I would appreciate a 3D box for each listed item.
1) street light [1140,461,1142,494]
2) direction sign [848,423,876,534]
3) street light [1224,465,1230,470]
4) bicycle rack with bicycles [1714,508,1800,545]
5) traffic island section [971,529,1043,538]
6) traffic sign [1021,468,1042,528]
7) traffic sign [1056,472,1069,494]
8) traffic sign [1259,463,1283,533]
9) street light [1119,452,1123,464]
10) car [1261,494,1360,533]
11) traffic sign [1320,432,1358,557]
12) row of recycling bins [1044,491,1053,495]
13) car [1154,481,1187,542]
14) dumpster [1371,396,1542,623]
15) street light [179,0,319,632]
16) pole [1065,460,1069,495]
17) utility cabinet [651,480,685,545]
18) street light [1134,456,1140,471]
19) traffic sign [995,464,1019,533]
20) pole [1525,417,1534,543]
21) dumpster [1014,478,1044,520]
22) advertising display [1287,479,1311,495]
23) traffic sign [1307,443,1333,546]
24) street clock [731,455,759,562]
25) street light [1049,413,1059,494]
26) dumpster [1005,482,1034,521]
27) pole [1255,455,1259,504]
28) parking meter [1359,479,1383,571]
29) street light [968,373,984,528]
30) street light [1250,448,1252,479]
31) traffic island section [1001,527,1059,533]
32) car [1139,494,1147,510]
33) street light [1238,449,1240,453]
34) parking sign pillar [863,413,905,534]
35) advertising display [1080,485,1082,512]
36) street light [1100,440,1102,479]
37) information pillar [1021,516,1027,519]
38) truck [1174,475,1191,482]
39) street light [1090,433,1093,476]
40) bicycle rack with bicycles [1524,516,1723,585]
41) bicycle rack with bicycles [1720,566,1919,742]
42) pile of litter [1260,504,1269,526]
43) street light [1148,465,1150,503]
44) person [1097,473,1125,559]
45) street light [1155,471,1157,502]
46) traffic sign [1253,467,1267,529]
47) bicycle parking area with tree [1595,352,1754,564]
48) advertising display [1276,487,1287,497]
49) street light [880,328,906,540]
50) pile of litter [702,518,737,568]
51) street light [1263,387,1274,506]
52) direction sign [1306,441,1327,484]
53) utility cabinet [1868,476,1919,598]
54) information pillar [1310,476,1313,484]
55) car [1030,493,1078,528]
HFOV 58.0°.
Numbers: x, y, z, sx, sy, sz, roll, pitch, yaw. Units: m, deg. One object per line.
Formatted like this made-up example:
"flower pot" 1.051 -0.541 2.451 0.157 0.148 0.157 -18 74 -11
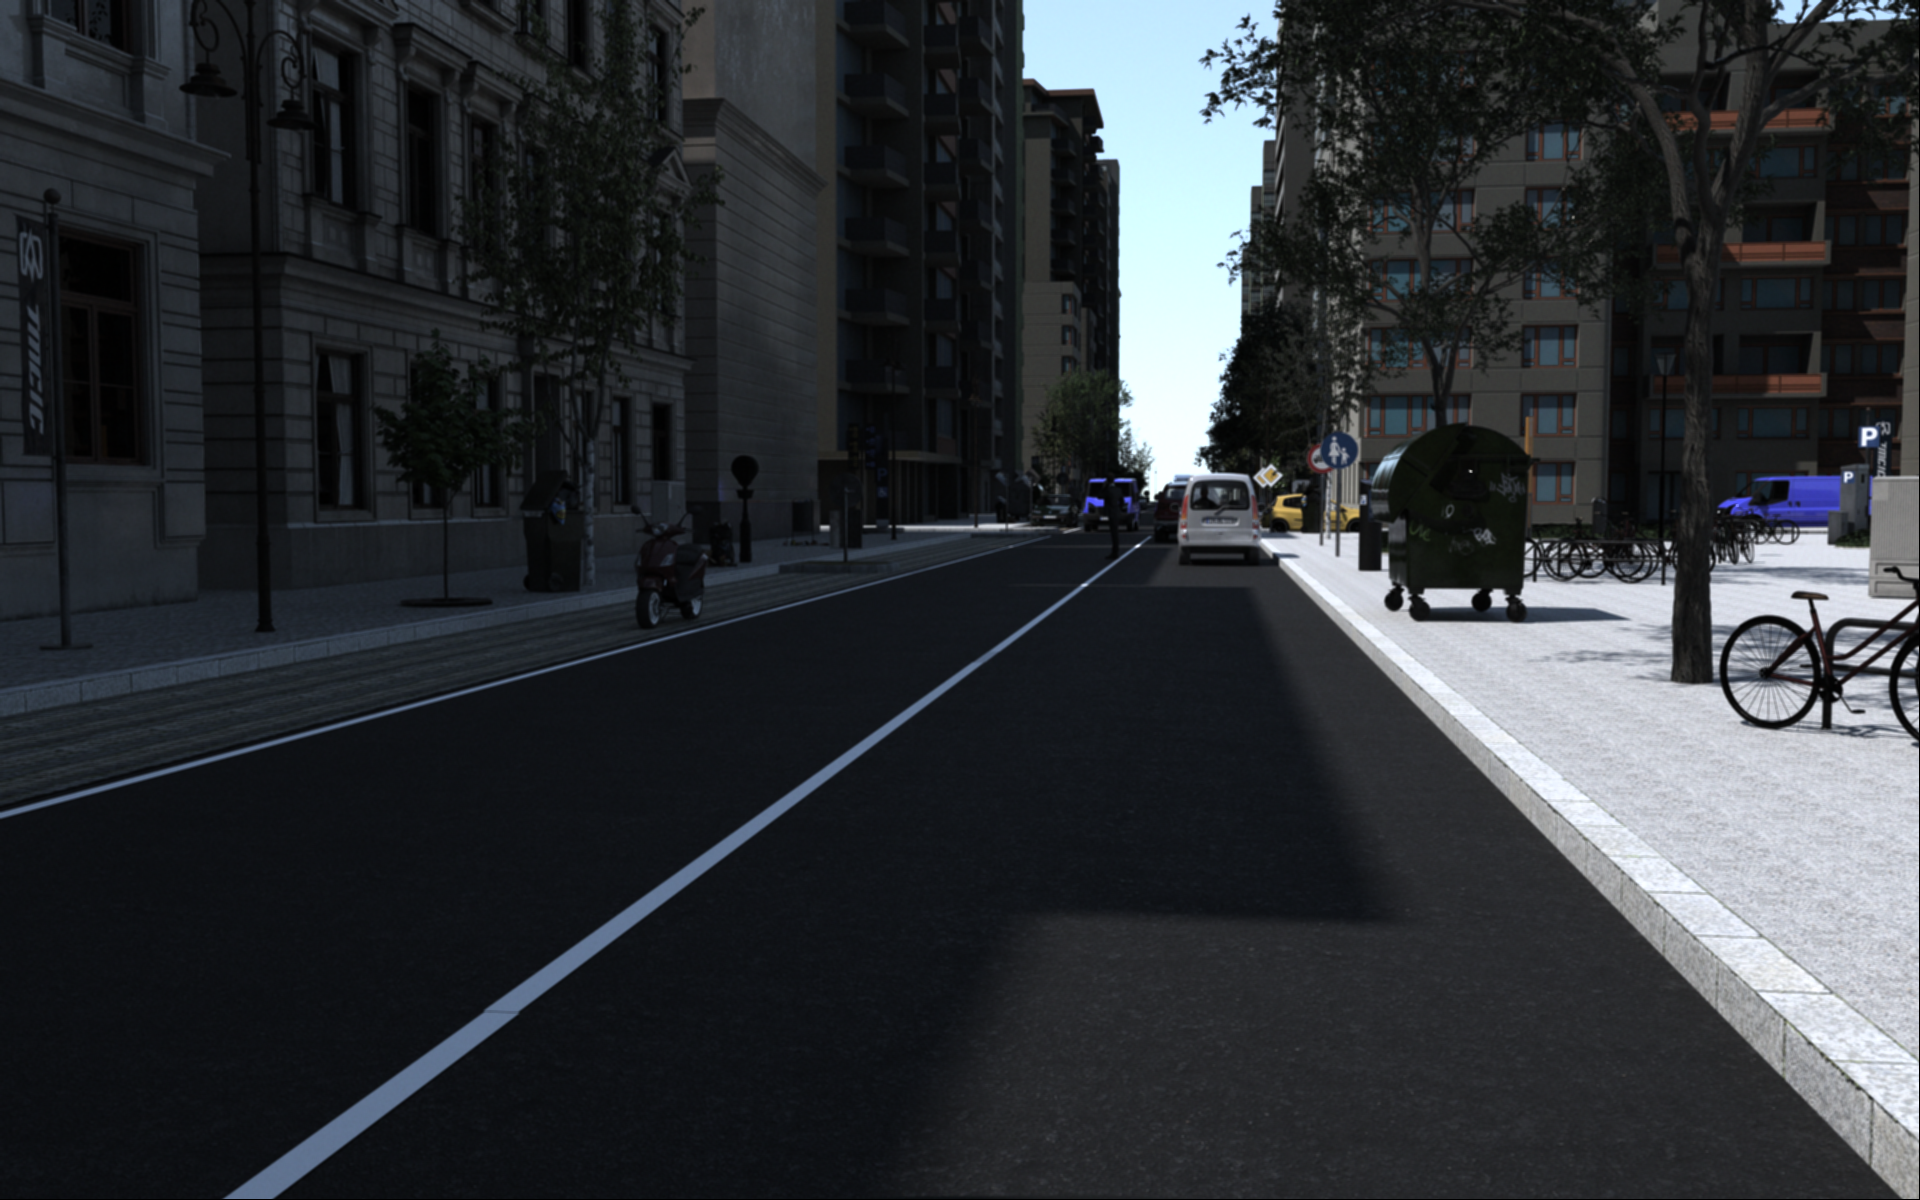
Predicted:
"street light" 23.411 -15.382 224.287 0.468 5.910 1.993 1 4 8
"direction sign" -3.133 -3.878 55.407 0.876 3.537 0.379 0 4 -8
"street light" 35.903 -15.911 232.926 0.468 5.910 1.993 1 4 8
"bicycle rack with bicycles" 20.447 -1.937 45.058 2.852 0.926 2.925 -2 4 -35
"traffic island section" 1.538 -2.166 57.693 2.009 0.180 2.903 1 4 8
"traffic sign" 2.697 -3.785 65.532 0.795 2.450 0.064 1 4 8
"traffic sign" 5.976 -6.176 101.086 0.768 2.556 0.104 1 4 12
"traffic sign" 10.116 -3.226 56.384 0.795 2.450 0.064 1 4 8
"street light" 16.243 -12.312 174.083 0.468 5.910 1.993 1 4 8
"car" 12.294 -2.992 59.141 3.980 1.641 2.015 1 4 9
"traffic sign" 7.742 -2.160 35.429 0.768 2.556 0.104 1 4 18
"row of recycling bins" 5.532 -7.798 134.607 3.534 1.692 1.069 1 4 18
"car" 7.089 -2.734 53.369 2.281 1.827 5.304 1 4 9
"dumpster" 5.142 -0.953 18.079 1.502 2.255 1.985 1 4 8
"street light" -6.482 -2.642 15.983 0.468 5.910 1.993 1 4 8
"pole" 6.392 -6.707 103.507 0.158 3.312 0.155 0 3 0
"utility cabinet" -4.804 -1.220 28.620 0.318 1.500 1.173 0 4 4
"street light" 20.806 -14.250 205.777 0.468 5.910 1.993 1 4 8
"traffic sign" 1.562 -3.302 57.628 0.795 2.450 0.064 1 4 8
"pole" 14.992 -3.170 45.680 0.158 3.312 0.155 0 3 0
"dumpster" 3.266 -4.994 84.142 1.502 2.255 1.985 1 4 8
"advertising display" 14.404 -4.166 73.332 0.974 1.923 0.123 -1 4 -23
"traffic sign" 9.011 -2.629 43.097 0.768 2.556 0.104 1 4 9
"street clock" -4.031 -1.708 32.502 0.471 2.002 0.358 0 4 8
"street light" 5.296 -7.639 97.681 0.468 5.910 1.993 1 4 8
"dumpster" 2.808 -4.663 81.994 1.264 1.857 1.865 1 4 8
"pole" 15.455 -5.889 90.135 0.158 3.312 0.155 0 3 0
"parking meter" 6.872 -1.258 28.985 0.372 1.533 0.369 0 3 0
"street light" 0.616 -5.701 66.004 0.468 5.910 1.993 1 4 8
"street light" 17.745 -8.133 105.756 0.468 5.910 1.993 1 4 8
"traffic island section" 2.672 -2.649 65.597 2.009 0.180 2.903 1 4 8
"car" 15.819 -8.776 155.489 2.014 1.417 4.499 0 4 6
"street light" 23.841 -10.779 149.030 0.468 5.910 1.993 1 4 8
"parking sign pillar" -2.549 -4.181 56.835 1.447 3.967 1.447 0 4 -2
"advertising display" 8.995 -7.488 127.646 0.123 1.923 0.974 1 4 11
"street light" 11.572 -10.374 142.405 0.468 5.910 1.993 1 4 8
"information pillar" 3.363 -5.288 90.954 0.304 2.012 0.304 1 4 14
"truck" 31.438 -15.552 244.031 2.967 4.110 18.799 0 4 8
"street light" 9.835 -9.577 129.378 0.468 5.910 1.993 1 4 8
"bicycle rack with bicycles" 9.513 -0.757 25.757 2.925 0.926 2.852 2 4 31
"bicycle rack with bicycles" 5.842 0.281 8.796 2.852 0.926 2.925 -1 4 -23
"pile of litter" 12.494 -3.433 70.098 1.176 0.858 1.719 1 4 14
"street light" 28.027 -17.352 256.487 0.468 5.910 1.993 1 4 8
"person" 3.328 -1.863 38.327 0.474 1.900 0.648 2 4 28
"street light" 32.567 -19.290 288.184 0.468 5.910 1.993 1 4 8
"traffic sign" 11.251 -3.709 64.289 0.795 2.450 0.064 1 4 8
"bicycle parking area with tree" 16.786 -2.898 34.389 8.231 4.147 9.016 2 4 33
"advertising display" 17.078 -5.302 91.908 0.123 1.923 0.974 3 5 41
"street light" -1.857 -4.631 48.504 0.468 5.910 1.993 1 4 8
"pile of litter" -4.506 -1.035 30.884 1.176 0.858 1.719 0 4 5
"street light" 13.151 -6.194 74.067 0.468 5.910 1.993 1 4 8
"direction sign" 15.205 -5.009 73.894 0.876 3.537 0.379 0 4 2
"utility cabinet" 11.782 -0.761 21.129 1.173 1.500 0.318 2 4 35
"information pillar" 17.440 -5.785 85.937 0.183 3.616 0.504 1 4 17
"car" 4.048 -3.914 73.784 2.009 1.686 4.222 1 4 9
